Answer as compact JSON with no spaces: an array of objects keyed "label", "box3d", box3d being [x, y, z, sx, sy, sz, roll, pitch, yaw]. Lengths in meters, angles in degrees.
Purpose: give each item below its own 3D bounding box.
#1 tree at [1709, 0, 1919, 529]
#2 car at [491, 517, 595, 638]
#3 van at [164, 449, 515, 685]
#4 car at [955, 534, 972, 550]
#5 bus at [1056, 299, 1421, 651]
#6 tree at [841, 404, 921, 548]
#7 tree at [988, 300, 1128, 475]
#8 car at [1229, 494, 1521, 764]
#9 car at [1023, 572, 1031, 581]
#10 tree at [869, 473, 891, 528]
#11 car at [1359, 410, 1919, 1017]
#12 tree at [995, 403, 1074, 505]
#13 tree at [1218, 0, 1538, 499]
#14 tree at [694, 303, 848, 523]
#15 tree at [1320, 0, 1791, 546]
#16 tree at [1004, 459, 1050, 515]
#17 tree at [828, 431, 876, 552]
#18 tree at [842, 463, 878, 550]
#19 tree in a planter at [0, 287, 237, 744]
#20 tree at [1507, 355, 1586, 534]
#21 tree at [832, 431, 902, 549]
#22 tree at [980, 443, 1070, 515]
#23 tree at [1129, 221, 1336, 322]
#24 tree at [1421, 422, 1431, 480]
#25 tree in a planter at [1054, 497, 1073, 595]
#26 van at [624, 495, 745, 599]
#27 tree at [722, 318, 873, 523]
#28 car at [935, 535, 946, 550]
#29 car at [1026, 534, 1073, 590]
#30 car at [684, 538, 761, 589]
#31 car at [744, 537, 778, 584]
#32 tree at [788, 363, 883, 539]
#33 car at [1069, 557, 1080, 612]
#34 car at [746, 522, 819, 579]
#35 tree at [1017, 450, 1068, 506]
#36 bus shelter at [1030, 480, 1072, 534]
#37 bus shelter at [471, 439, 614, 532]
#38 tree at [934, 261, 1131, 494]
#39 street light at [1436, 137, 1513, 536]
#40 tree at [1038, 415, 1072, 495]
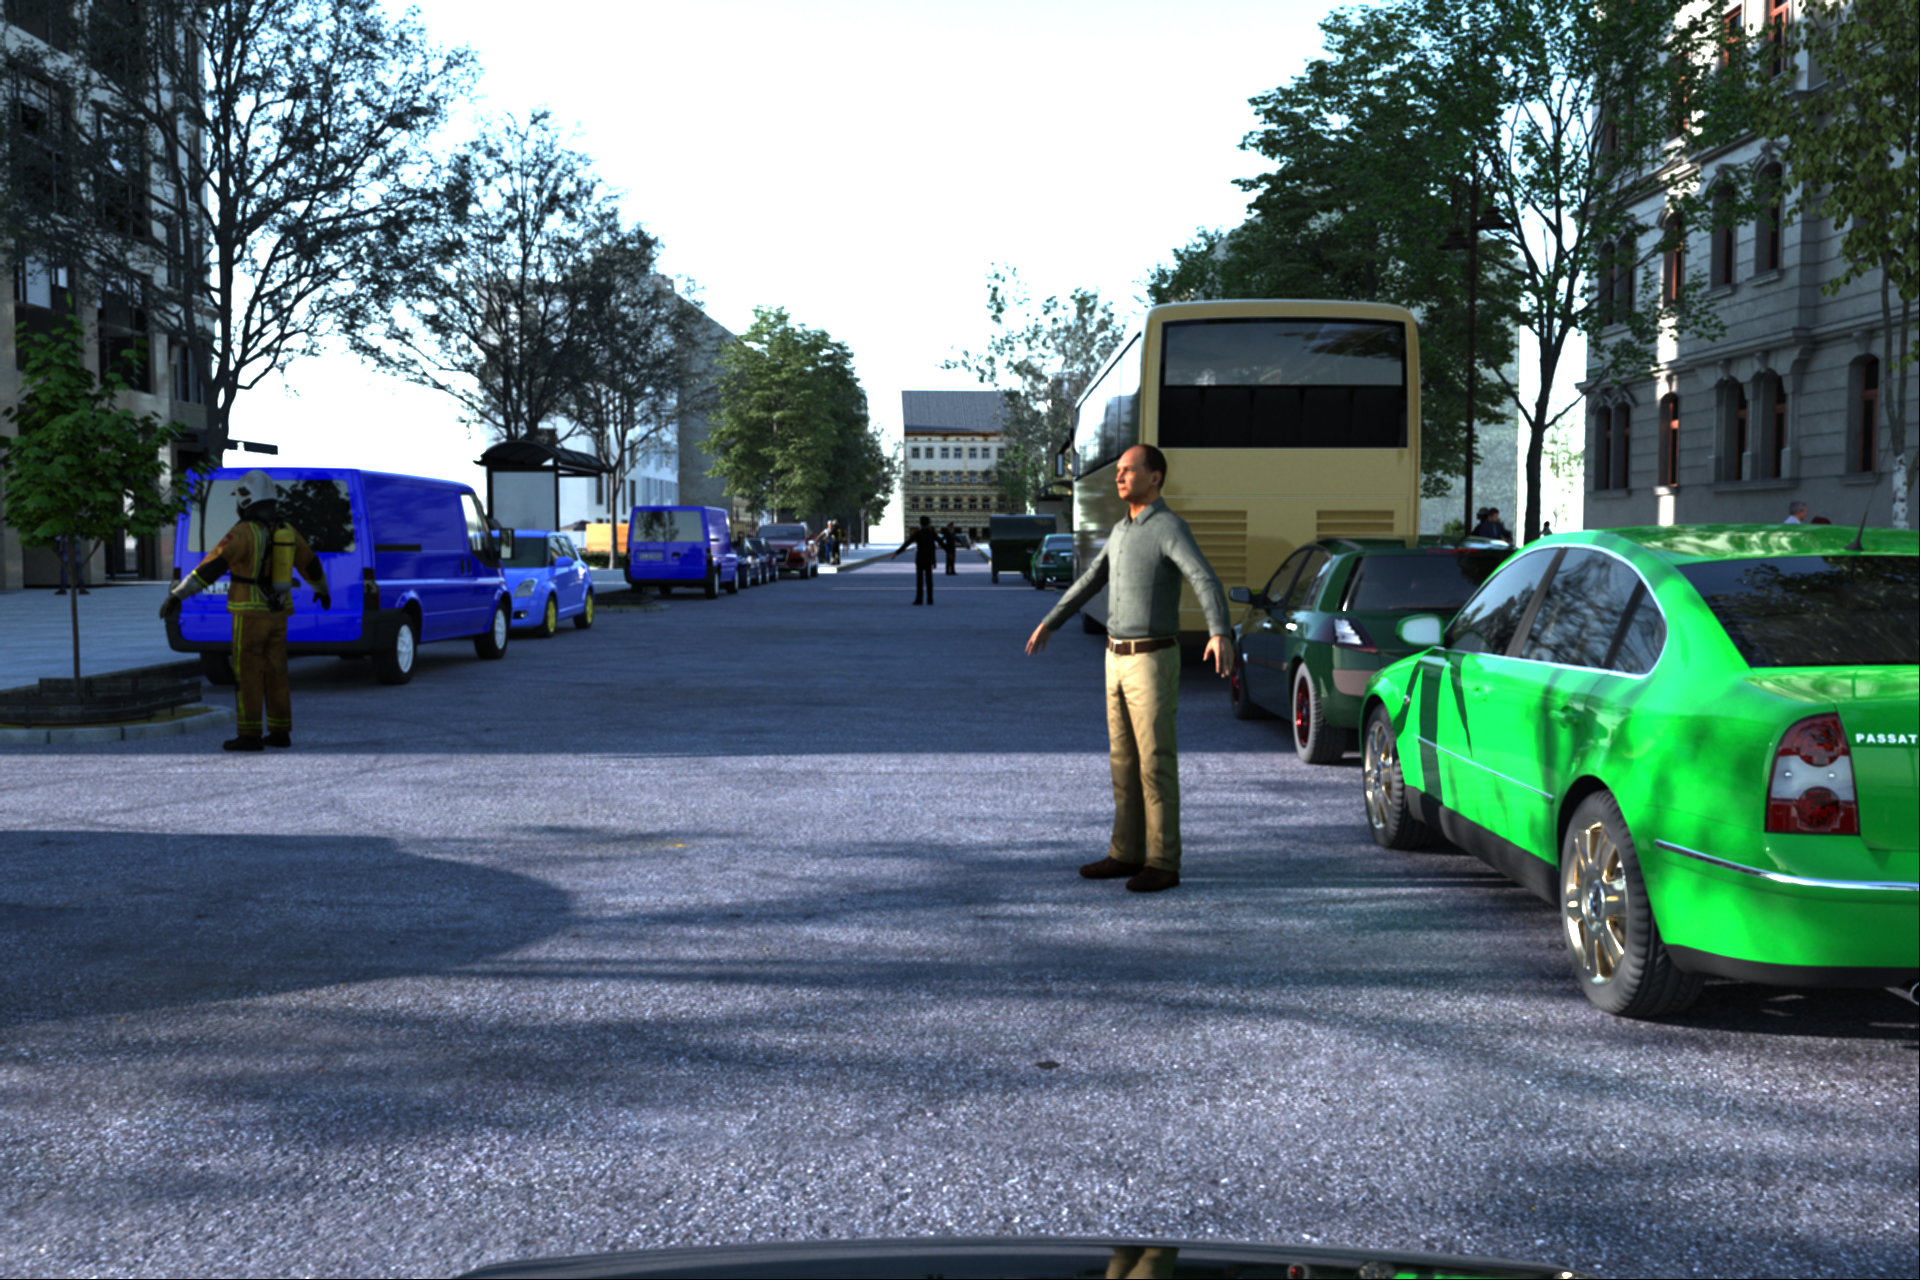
[{"label":"tree","box3d":[9.194,-4.035,16.327,4.737,8.622,4.395,0,3,0]},{"label":"car","box3d":[-6.453,-0.942,24.997,1.945,1.707,3.694,0,4,0]},{"label":"van","box3d":[-6.192,-0.839,18.109,2.240,2.365,5.245,0,4,0]},{"label":"car","box3d":[0.077,-9.072,158.120,2.009,1.686,4.222,0,4,-1]},{"label":"bus","box3d":[2.931,-1.840,21.631,2.896,3.916,12.252,0,4,0]},{"label":"tree","box3d":[-9.162,-15.486,163.560,12.009,13.543,11.850,0,3,0]},{"label":"tree","box3d":[6.264,-11.022,90.578,12.009,13.543,11.850,0,3,0]},{"label":"car","box3d":[2.977,-0.146,12.181,2.009,1.686,4.222,0,3,0]},{"label":"car","box3d":[2.938,-2.586,54.080,2.131,1.459,4.920,0,4,0]},{"label":"tree","box3d":[-14.804,-21.664,260.857,9.857,13.997,8.962,0,3,0]},{"label":"car","box3d":[2.778,0.140,6.514,1.959,1.807,4.718,0,4,0]},{"label":"tree","box3d":[6.563,-12.789,134.857,9.928,11.665,9.643,0,3,0]},{"label":"tree","box3d":[8.863,-7.339,38.121,7.486,12.596,7.792,0,3,0]},{"label":"tree","box3d":[-9.265,-10.262,85.914,7.486,12.596,7.792,0,3,0]},{"label":"tree","box3d":[9.501,-6.262,28.137,9.928,11.665,9.643,0,3,0]},{"label":"tree","box3d":[6.450,-12.111,148.372,4.360,8.622,3.978,0,3,0]},{"label":"tree","box3d":[-9.624,-11.644,124.797,7.601,10.594,8.767,0,4,-7]},{"label":"tree","box3d":[-9.400,-11.776,142.902,4.360,8.622,3.978,0,3,0]},{"label":"tree in a planter","box3d":[-6.539,-0.949,12.734,1.991,3.239,1.994,0,4,1]},{"label":"tree","box3d":[23.980,-7.341,70.393,4.360,8.622,3.978,0,3,0]},{"label":"tree","box3d":[-8.994,-13.115,148.845,8.767,10.594,7.601,0,4,5]},{"label":"tree","box3d":[6.403,-13.980,162.978,8.767,10.594,7.601,-2,4,-24]},{"label":"tree","box3d":[8.865,-8.070,57.697,9.928,11.665,9.643,0,3,0]},{"label":"tree","box3d":[17.105,-8.594,74.924,7.601,10.594,8.767,1,4,13]},{"label":"tree in a planter","box3d":[3.259,-2.703,41.409,1.991,3.239,1.994,0,4,1]},{"label":"van","box3d":[-6.272,-2.166,39.791,2.240,2.365,5.245,0,4,0]},{"label":"tree","box3d":[-9.606,-11.981,102.549,9.857,13.997,8.962,0,3,0]},{"label":"car","box3d":[-1.818,-7.720,138.588,2.083,1.381,4.827,0,4,0]},{"label":"car","box3d":[2.854,-2.102,46.164,2.131,1.459,4.920,0,3,0]},{"label":"car","box3d":[-6.409,-2.093,46.808,1.945,1.354,3.894,0,4,0]},{"label":"car","box3d":[-6.358,-2.339,50.816,1.945,1.354,3.894,0,3,0]},{"label":"tree","box3d":[-8.951,-12.011,114.501,7.486,12.596,7.792,0,3,0]},{"label":"car","box3d":[2.946,-1.118,30.280,2.014,1.417,4.499,0,4,0]},{"label":"car","box3d":[-5.775,-2.932,56.615,2.281,1.827,5.304,0,4,0]},{"label":"tree","box3d":[6.135,-11.707,141.764,4.360,8.622,3.978,0,3,0]},{"label":"bus shelter","box3d":[3.922,-4.512,67.687,2.014,3.302,5.546,0,4,-1]},{"label":"bus shelter","box3d":[-9.477,-2.811,39.886,2.014,3.302,5.546,0,4,-1]},{"label":"tree","box3d":[4.708,-16.260,121.746,12.611,20.169,13.585,0,3,0]},{"label":"street light","box3d":[6.111,-2.932,20.726,0.468,5.910,1.993,0,4,0]},{"label":"tree","box3d":[6.110,-9.615,107.566,4.360,8.622,3.978,0,3,0]}]
